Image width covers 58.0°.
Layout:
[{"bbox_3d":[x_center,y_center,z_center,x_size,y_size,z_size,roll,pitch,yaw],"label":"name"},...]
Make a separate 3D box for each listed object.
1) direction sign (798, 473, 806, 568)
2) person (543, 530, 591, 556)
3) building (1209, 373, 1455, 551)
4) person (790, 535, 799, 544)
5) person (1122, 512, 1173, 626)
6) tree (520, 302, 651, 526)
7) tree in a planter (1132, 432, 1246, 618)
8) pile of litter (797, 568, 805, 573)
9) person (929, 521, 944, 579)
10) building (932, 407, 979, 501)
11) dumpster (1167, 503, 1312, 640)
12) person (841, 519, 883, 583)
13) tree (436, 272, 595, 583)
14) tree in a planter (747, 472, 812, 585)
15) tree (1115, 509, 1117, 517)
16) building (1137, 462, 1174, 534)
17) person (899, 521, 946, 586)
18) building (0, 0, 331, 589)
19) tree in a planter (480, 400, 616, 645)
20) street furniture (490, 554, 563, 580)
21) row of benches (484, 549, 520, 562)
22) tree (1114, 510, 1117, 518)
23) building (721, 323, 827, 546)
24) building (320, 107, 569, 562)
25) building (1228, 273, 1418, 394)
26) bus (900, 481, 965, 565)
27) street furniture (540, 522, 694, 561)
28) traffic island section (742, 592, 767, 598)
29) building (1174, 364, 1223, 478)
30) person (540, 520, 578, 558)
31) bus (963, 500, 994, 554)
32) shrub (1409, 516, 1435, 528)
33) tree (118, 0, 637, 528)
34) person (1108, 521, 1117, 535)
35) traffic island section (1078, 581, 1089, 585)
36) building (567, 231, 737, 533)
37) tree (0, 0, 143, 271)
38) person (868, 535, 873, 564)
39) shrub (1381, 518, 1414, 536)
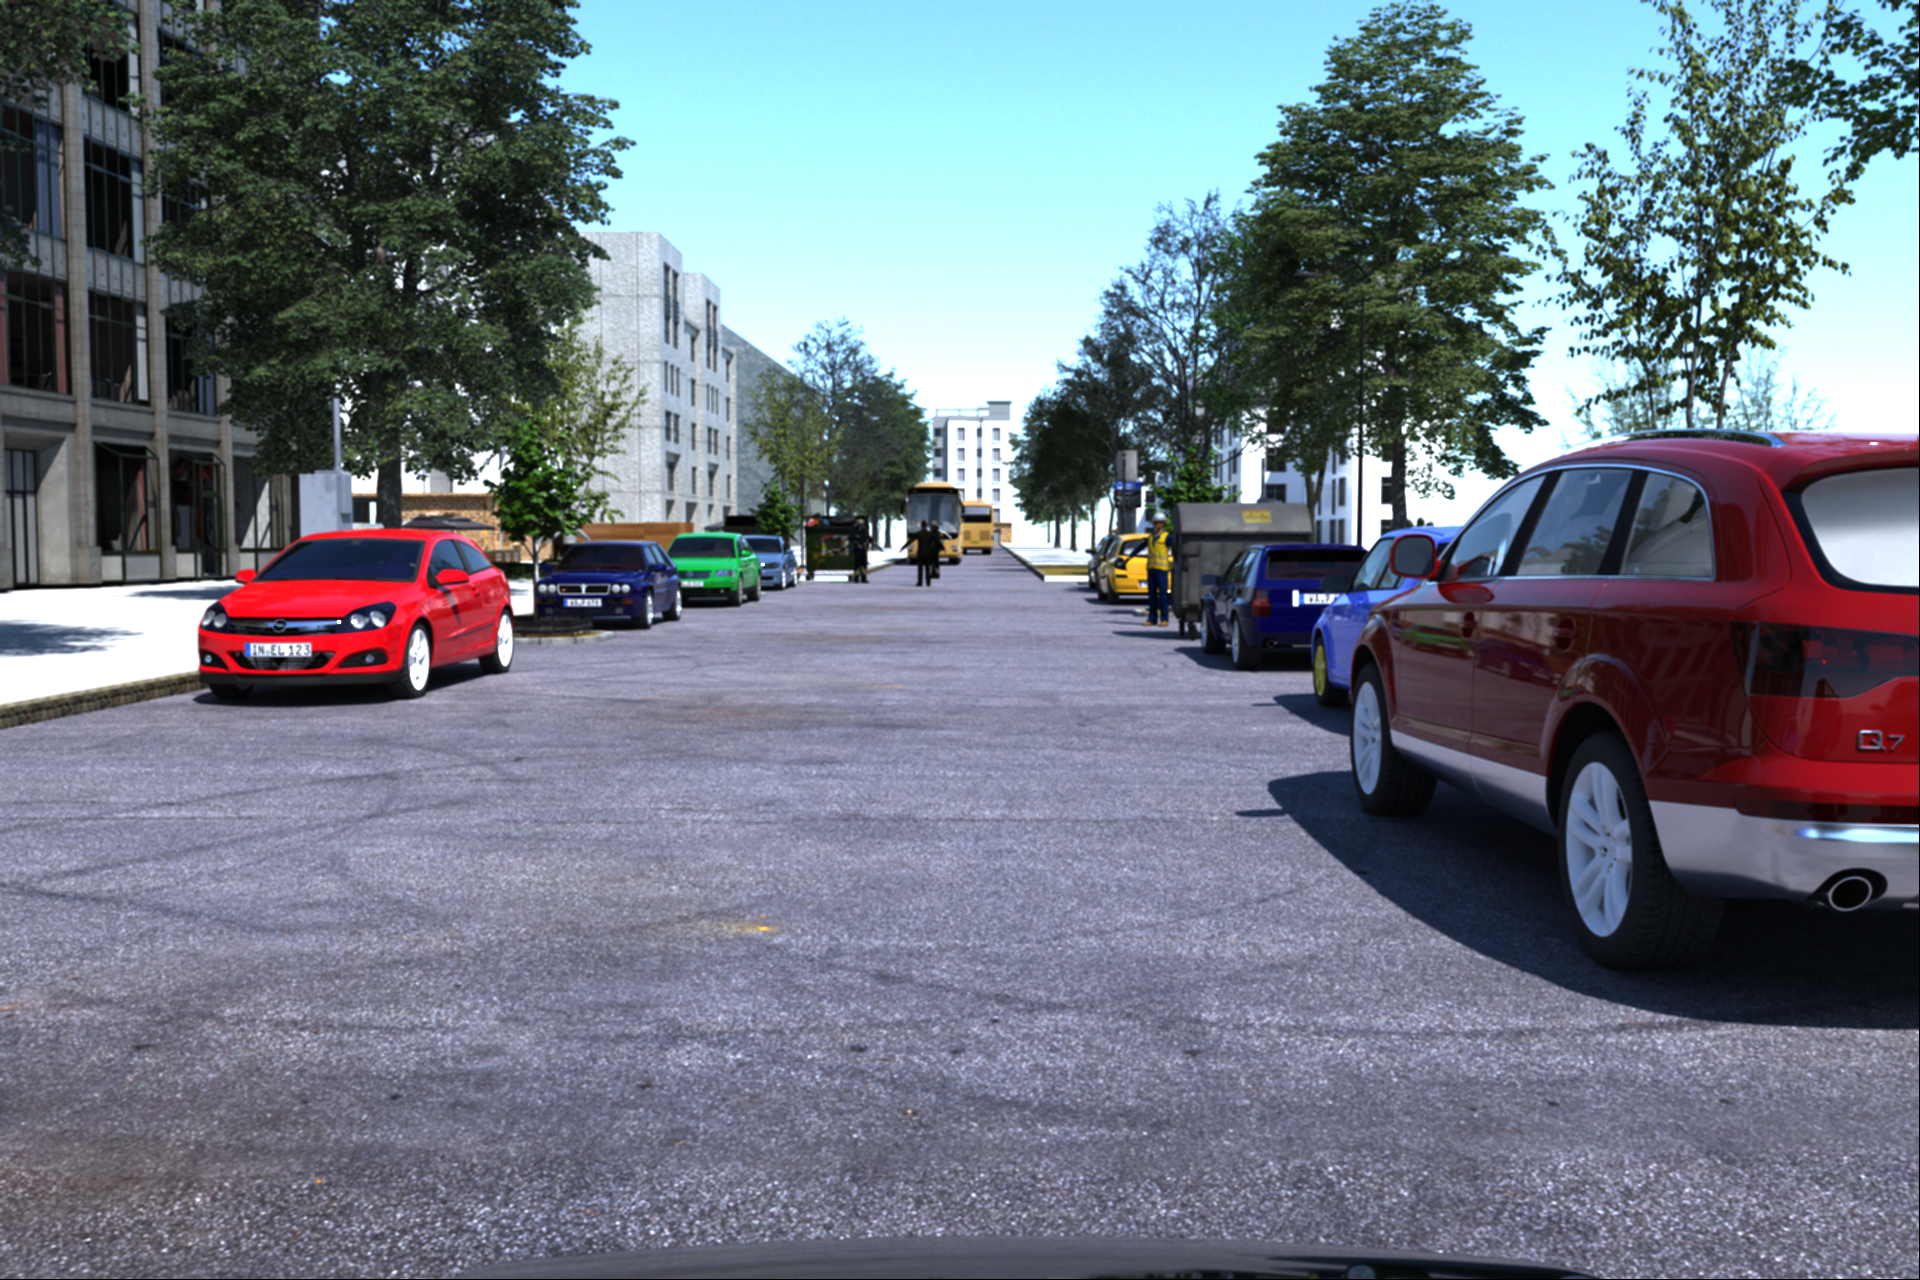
[{"bbox_3d":[-5.910,-4.454,64.812,0.379,3.537,0.876,0,4,3],"label":"direction sign"},{"bbox_3d":[-10.126,-2.370,44.901,1.344,1.810,0.704,-2,4,-30],"label":"person"},{"bbox_3d":[21.374,-9.913,104.233,9.099,9.664,28.070,0,4,1],"label":"building"},{"bbox_3d":[-6.832,-3.781,67.759,0.705,1.837,1.347,3,4,36],"label":"person"},{"bbox_3d":[3.045,-1.105,26.987,1.216,1.772,0.721,3,5,42],"label":"person"},{"bbox_3d":[-11.382,-6.127,50.536,4.737,8.622,4.395,0,3,0],"label":"tree"},{"bbox_3d":[4.061,-2.030,30.408,1.991,3.239,1.994,0,4,1],"label":"tree in a planter"},{"bbox_3d":[-5.698,-2.632,56.998,1.176,0.858,1.719,0,4,2],"label":"pile of litter"},{"bbox_3d":[-0.839,-2.902,55.677,0.705,1.856,1.354,-2,4,-29],"label":"person"},{"bbox_3d":[-3.691,-23.876,249.247,11.380,20.090,16.016,0,4,3],"label":"building"},{"bbox_3d":[3.826,-0.951,23.772,1.865,1.857,1.264,0,3,0],"label":"dumpster"},{"bbox_3d":[-2.899,-2.592,50.609,1.354,1.856,0.705,-2,4,-30],"label":"person"},{"bbox_3d":[-11.208,-5.768,44.672,4.737,8.622,4.395,0,3,0],"label":"tree"},{"bbox_3d":[-5.281,-3.197,49.496,1.991,3.239,1.994,0,4,0],"label":"tree in a planter"},{"bbox_3d":[24.577,-18.365,250.621,4.360,8.622,3.978,0,3,0],"label":"tree"},{"bbox_3d":[25.276,-16.300,208.652,9.099,9.664,28.070,0,4,1],"label":"building"},{"bbox_3d":[-0.998,-2.374,47.490,1.346,1.802,0.704,-1,4,-18],"label":"person"},{"bbox_3d":[-27.057,-13.574,38.587,14.369,24.946,33.146,0,4,2],"label":"building"},{"bbox_3d":[-5.732,-1.592,23.258,1.991,3.239,1.994,0,4,1],"label":"tree in a planter"},{"bbox_3d":[-11.847,-2.314,53.463,5.734,0.657,10.072,1,4,17],"label":"street furniture"},{"bbox_3d":[-18.695,-3.372,70.598,1.422,0.672,4.104,0,4,-1],"label":"row of benches"},{"bbox_3d":[24.228,-18.100,246.293,4.360,8.622,3.978,0,3,0],"label":"tree"},{"bbox_3d":[-24.785,-21.883,188.717,19.493,23.208,18.063,0,4,0],"label":"building"},{"bbox_3d":[-25.480,-13.530,77.632,16.016,20.090,11.380,0,3,0],"label":"building"},{"bbox_3d":[25.459,-16.821,131.443,16.016,20.090,11.380,0,4,1],"label":"building"},{"bbox_3d":[-1.155,-5.674,84.313,2.896,3.916,12.252,0,4,1],"label":"bus"},{"bbox_3d":[-12.145,-3.811,69.165,9.812,1.723,11.010,-1,4,-17],"label":"street furniture"},{"bbox_3d":[-5.486,-1.031,39.724,1.991,0.108,1.994,0,4,1],"label":"traffic island section"},{"bbox_3d":[28.792,-20.415,190.204,16.016,20.090,11.380,0,4,1],"label":"building"},{"bbox_3d":[-13.891,-3.292,59.961,1.346,1.812,0.704,0,4,3],"label":"person"},{"bbox_3d":[1.003,-8.136,124.571,2.896,3.916,12.252,0,4,0],"label":"bus"},{"bbox_3d":[17.791,-3.812,66.739,1.690,2.028,1.600,0,3,0],"label":"shrub"},{"bbox_3d":[-11.114,-7.737,33.156,9.857,13.997,8.962,0,3,0],"label":"tree"},{"bbox_3d":[5.322,-3.143,58.191,1.217,1.733,0.721,1,4,10],"label":"person"},{"bbox_3d":[4.366,-1.614,49.260,1.991,0.108,1.994,0,4,0],"label":"traffic island section"},{"bbox_3d":[-25.717,-15.336,117.204,16.747,18.905,31.486,0,4,1],"label":"building"},{"bbox_3d":[-11.628,-6.604,14.638,9.857,13.997,8.962,0,3,0],"label":"tree"},{"bbox_3d":[-3.974,-4.105,73.256,0.704,1.843,1.345,1,4,22],"label":"person"},{"bbox_3d":[16.586,-3.704,64.981,1.690,2.028,1.600,0,3,0],"label":"shrub"}]
